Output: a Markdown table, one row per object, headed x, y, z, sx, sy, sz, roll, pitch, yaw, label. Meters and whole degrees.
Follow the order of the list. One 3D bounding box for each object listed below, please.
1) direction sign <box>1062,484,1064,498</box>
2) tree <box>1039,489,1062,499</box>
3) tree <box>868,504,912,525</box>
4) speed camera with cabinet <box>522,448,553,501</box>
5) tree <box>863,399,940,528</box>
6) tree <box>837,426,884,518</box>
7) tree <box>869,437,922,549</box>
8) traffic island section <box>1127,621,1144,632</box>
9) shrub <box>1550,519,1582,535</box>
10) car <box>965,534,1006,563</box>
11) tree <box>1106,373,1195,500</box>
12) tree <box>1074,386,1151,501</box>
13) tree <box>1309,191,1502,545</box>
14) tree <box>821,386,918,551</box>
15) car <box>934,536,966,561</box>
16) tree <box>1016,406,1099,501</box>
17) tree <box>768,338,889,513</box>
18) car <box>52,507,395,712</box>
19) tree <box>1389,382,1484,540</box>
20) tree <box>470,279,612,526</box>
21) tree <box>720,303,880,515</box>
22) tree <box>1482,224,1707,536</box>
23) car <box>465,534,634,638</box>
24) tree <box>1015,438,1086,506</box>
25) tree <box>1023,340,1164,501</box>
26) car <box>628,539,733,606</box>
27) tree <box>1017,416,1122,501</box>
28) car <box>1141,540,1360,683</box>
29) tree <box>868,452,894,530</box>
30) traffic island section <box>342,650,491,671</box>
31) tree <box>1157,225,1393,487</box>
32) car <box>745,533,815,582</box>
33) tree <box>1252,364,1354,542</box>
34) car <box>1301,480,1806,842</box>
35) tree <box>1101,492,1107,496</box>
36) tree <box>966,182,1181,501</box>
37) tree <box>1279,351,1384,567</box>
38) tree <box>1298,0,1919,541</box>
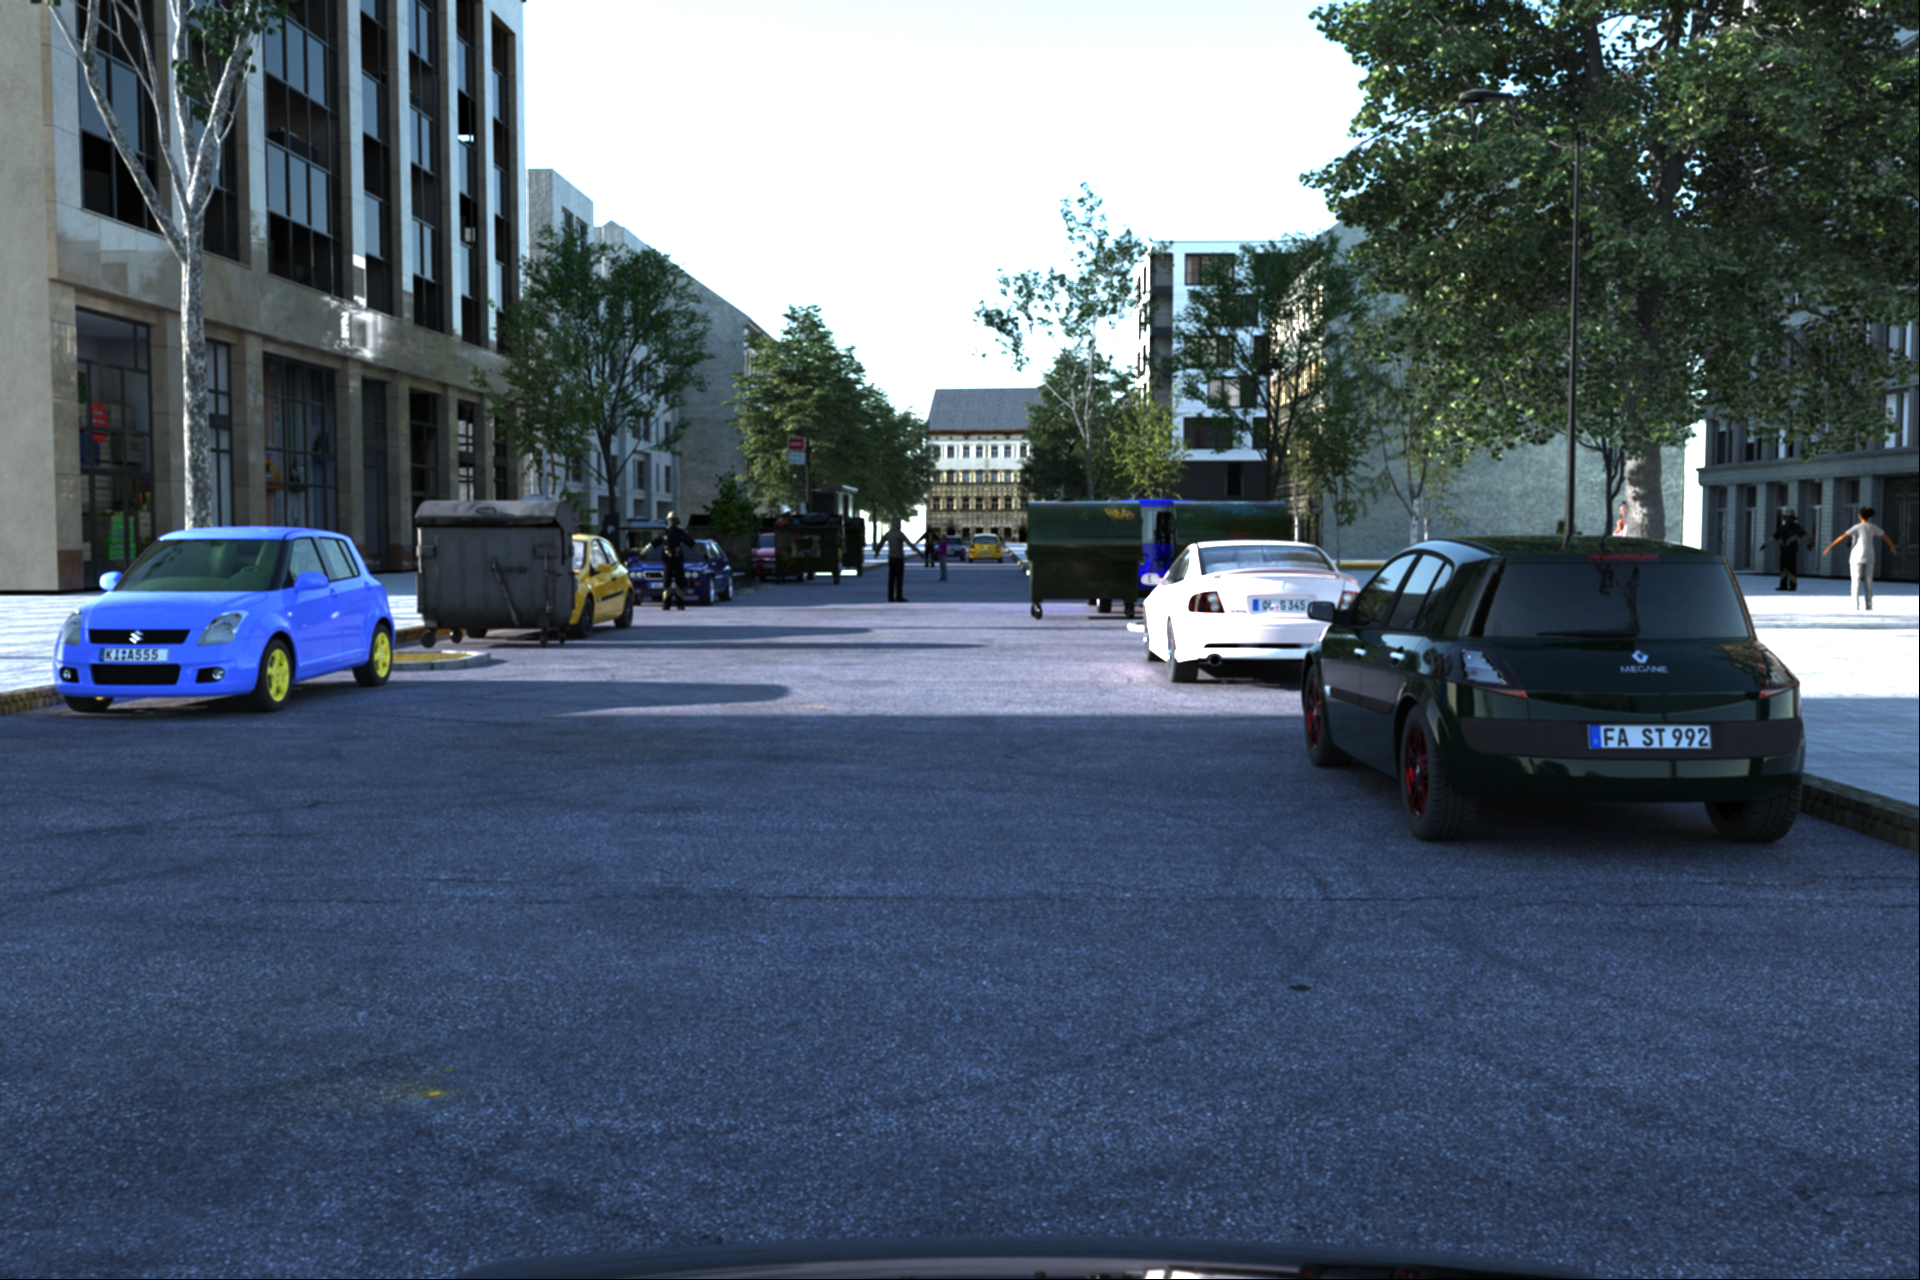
| x | y | z | sx | sy | sz | roll | pitch | yaw | label |
| --- | --- | --- | --- | --- | --- | --- | --- | --- | --- |
| 4.655 | -5.287 | 78.434 | 0.379 | 3.537 | 0.876 | 0 | 3 | 0 | direction sign |
| 8.502 | -13.048 | 163.695 | 4.360 | 8.622 | 3.978 | 0 | 3 | 0 | tree |
| -10.220 | -19.645 | 255.607 | 7.601 | 10.594 | 8.767 | 0 | 4 | -1 | tree |
| -9.726 | -2.833 | 40.649 | 0.660 | 3.252 | 2.038 | 0 | 4 | 2 | speed camera with cabinet |
| -6.497 | -15.807 | 165.102 | 9.857 | 13.997 | 8.962 | 0 | 3 | 0 | tree |
| -7.138 | -10.041 | 114.540 | 4.737 | 8.622 | 4.395 | 0 | 3 | 0 | tree |
| -7.005 | -13.258 | 151.186 | 8.767 | 10.594 | 7.601 | 1 | 4 | 16 | tree |
| 3.530 | -0.197 | 26.080 | 1.991 | 0.108 | 1.994 | 0 | 4 | 2 | traffic island section |
| 27.186 | -4.493 | 77.875 | 1.690 | 2.028 | 1.600 | 0 | 3 | 0 | shrub |
| 1.271 | -4.652 | 86.290 | 2.015 | 1.641 | 3.980 | 0 | 4 | 1 | car |
| 8.838 | -7.846 | 78.649 | 4.737 | 8.622 | 4.395 | 0 | 3 | 0 | tree |
| 7.746 | -8.264 | 85.485 | 4.737 | 8.622 | 4.395 | 0 | 3 | 0 | tree |
| 9.432 | -5.217 | 35.662 | 4.360 | 8.622 | 3.978 | 0 | 3 | 0 | tree |
| -6.969 | -13.142 | 132.991 | 7.486 | 12.596 | 7.792 | 0 | 3 | 0 | tree |
| -0.561 | -4.896 | 92.638 | 1.945 | 1.354 | 3.894 | 0 | 4 | 2 | car |
| 8.261 | -12.839 | 135.674 | 9.928 | 11.665 | 9.643 | 0 | 3 | 0 | tree |
| -7.721 | -11.111 | 99.789 | 7.486 | 12.596 | 7.792 | 0 | 3 | 0 | tree |
| -6.297 | -0.334 | 15.060 | 1.945 | 1.707 | 3.694 | 0 | 4 | 1 | car |
| 20.915 | -7.798 | 77.867 | 4.360 | 8.622 | 3.978 | 0 | 3 | 0 | tree |
| -11.897 | -6.080 | 49.765 | 4.737 | 8.622 | 4.395 | 0 | 3 | 0 | tree |
| -7.846 | -10.209 | 85.052 | 7.486 | 12.596 | 7.792 | 0 | 3 | 0 | tree |
| 24.658 | -9.470 | 65.201 | 12.009 | 13.543 | 11.850 | 0 | 3 | 0 | tree |
| -5.919 | -0.908 | 25.066 | 2.015 | 1.641 | 3.980 | 0 | 4 | 2 | car |
| 8.299 | -13.491 | 154.987 | 7.601 | 10.594 | 8.767 | -2 | 4 | -27 | tree |
| 8.580 | -12.624 | 113.062 | 9.857 | 13.997 | 8.962 | 0 | 3 | 0 | tree |
| -5.795 | -1.428 | 35.931 | 1.945 | 1.354 | 3.894 | 0 | 4 | 1 | car |
| 8.316 | -11.704 | 125.778 | 8.767 | 10.594 | 7.601 | 0 | 4 | 0 | tree |
| 2.976 | -0.349 | 18.066 | 2.083 | 1.381 | 4.827 | 0 | 4 | 1 | car |
| -6.971 | -11.790 | 143.120 | 4.737 | 8.622 | 4.395 | 0 | 3 | 0 | tree |
| -6.292 | 0.233 | 19.054 | 1.991 | 0.108 | 1.994 | 0 | 4 | 1 | traffic island section |
| 10.552 | -8.092 | 58.054 | 9.928 | 11.665 | 9.643 | 0 | 3 | 0 | tree |
| -5.499 | -2.699 | 53.174 | 2.155 | 1.783 | 4.494 | 0 | 4 | 1 | car |
| 14.468 | -7.645 | 75.364 | 4.360 | 8.622 | 3.978 | 0 | 3 | 0 | tree |
| 3.002 | 0.020 | 9.466 | 2.009 | 1.686 | 4.222 | 0 | 4 | 1 | car |
| 20.472 | -19.762 | 257.515 | 7.601 | 10.594 | 8.767 | 0 | 4 | 8 | tree |
| 6.364 | -14.695 | 96.159 | 12.611 | 20.169 | 13.585 | 0 | 3 | 0 | tree |
| 14.479 | -7.127 | 66.889 | 4.737 | 8.622 | 4.395 | 0 | 3 | 0 | tree |
| 9.279 | -7.139 | 23.384 | 9.857 | 13.997 | 8.962 | 0 | 3 | 0 | tree |
